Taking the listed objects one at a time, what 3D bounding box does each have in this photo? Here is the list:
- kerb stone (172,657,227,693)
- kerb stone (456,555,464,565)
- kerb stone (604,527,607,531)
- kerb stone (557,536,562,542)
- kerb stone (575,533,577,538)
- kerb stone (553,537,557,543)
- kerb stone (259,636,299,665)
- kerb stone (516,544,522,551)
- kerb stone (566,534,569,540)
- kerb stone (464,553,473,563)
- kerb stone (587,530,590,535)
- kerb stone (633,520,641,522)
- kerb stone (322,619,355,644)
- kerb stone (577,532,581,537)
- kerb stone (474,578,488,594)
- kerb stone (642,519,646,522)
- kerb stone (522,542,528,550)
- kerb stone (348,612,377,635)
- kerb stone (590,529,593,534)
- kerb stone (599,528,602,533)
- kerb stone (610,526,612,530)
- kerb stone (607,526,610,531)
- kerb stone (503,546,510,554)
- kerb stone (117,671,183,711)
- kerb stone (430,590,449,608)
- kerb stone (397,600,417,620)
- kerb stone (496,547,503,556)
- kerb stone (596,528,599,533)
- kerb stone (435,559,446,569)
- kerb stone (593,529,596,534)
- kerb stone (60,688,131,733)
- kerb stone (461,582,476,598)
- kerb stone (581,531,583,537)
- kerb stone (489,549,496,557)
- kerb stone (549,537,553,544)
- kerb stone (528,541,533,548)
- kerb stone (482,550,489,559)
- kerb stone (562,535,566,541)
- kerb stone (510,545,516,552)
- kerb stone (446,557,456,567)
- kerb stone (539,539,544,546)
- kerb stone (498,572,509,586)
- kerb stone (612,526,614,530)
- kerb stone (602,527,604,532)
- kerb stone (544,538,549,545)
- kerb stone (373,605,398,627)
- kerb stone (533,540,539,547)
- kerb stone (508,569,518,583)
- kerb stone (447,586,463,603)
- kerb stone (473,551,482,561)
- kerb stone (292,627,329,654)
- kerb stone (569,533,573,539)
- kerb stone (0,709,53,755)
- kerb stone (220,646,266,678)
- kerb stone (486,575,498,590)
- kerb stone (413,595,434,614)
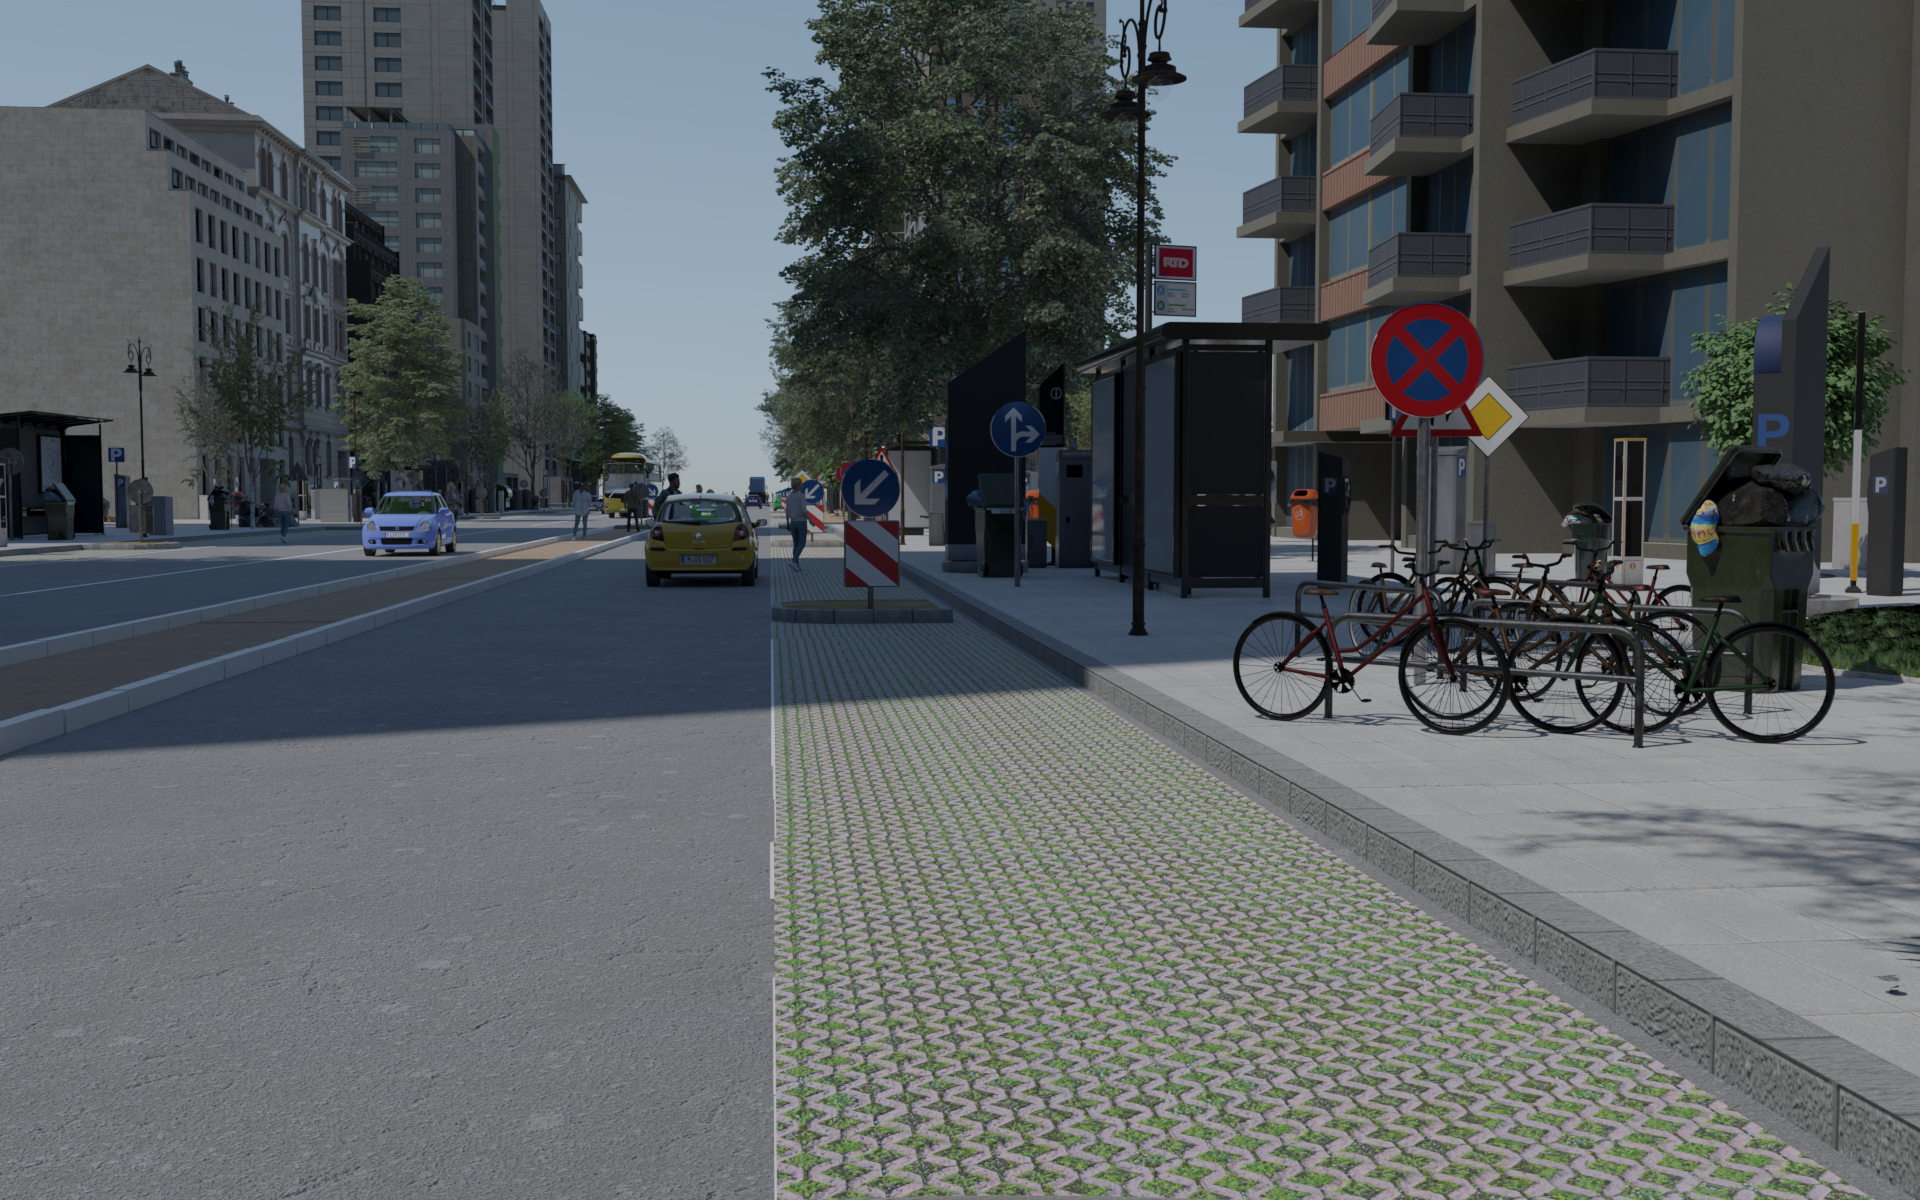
[{"bbox_3d":[-5.703,0.569,12.902,0.120,0.150,1.000,0,4,-6],"label":"kerb stone"},{"bbox_3d":[-10.240,-0.788,35.074,0.120,0.150,1.000,0,4,-6],"label":"kerb stone"},{"bbox_3d":[-13.588,-2.660,65.688,0.120,0.150,1.000,0,4,-6],"label":"kerb stone"},{"bbox_3d":[-12.019,-1.786,51.398,0.120,0.150,1.000,0,4,-6],"label":"kerb stone"},{"bbox_3d":[-12.469,-2.031,55.483,0.120,0.150,1.000,0,4,-6],"label":"kerb stone"},{"bbox_3d":[-11.917,-1.724,50.381,0.120,0.150,1.000,0,4,-6],"label":"kerb stone"},{"bbox_3d":[-5.924,0.449,14.938,0.120,0.150,1.000,0,4,-6],"label":"kerb stone"},{"bbox_3d":[-11.124,-1.286,43.238,0.120,0.150,1.000,0,4,-6],"label":"kerb stone"},{"bbox_3d":[-12.246,-1.910,53.431,0.120,0.150,1.000,0,4,-6],"label":"kerb stone"},{"bbox_3d":[-10.349,-0.850,36.090,0.120,0.150,1.000,0,4,-6],"label":"kerb stone"},{"bbox_3d":[-12.918,-2.285,59.561,0.120,0.150,1.000,0,4,-6],"label":"kerb stone"},{"bbox_3d":[-15.531,-3.748,83.499,0.120,0.150,1.000,0,4,-6],"label":"kerb stone"},{"bbox_3d":[-6.144,0.319,16.986,0.120,0.150,1.000,0,4,-6],"label":"kerb stone"},{"bbox_3d":[-12.579,-2.098,56.500,0.120,0.150,1.000,0,4,-6],"label":"kerb stone"},{"bbox_3d":[-7.031,-0.179,25.121,0.120,0.150,1.000,0,4,-6],"label":"kerb stone"},{"bbox_3d":[-15.860,-3.936,86.551,0.120,0.150,1.000,0,4,-6],"label":"kerb stone"},{"bbox_3d":[-11.241,-1.343,44.254,0.120,0.150,1.000,0,4,-6],"label":"kerb stone"},{"bbox_3d":[-6.259,0.257,18.002,0.120,0.150,1.000,0,4,-6],"label":"kerb stone"},{"bbox_3d":[-13.028,-2.348,60.586,0.120,0.150,1.000,0,4,-6],"label":"kerb stone"},{"bbox_3d":[-13.354,-2.536,63.656,0.120,0.150,1.000,0,4,-6],"label":"kerb stone"},{"bbox_3d":[-13.808,-2.785,67.724,0.120,0.150,1.000,0,4,-6],"label":"kerb stone"},{"bbox_3d":[-13.699,-2.719,66.704,0.120,0.150,1.000,0,4,-6],"label":"kerb stone"},{"bbox_3d":[-10.908,-1.159,41.202,0.120,0.150,1.000,0,4,-6],"label":"kerb stone"},{"bbox_3d":[-5.583,0.634,11.887,0.120,0.150,1.000,0,4,-6],"label":"kerb stone"},{"bbox_3d":[-6.704,0.008,22.072,0.120,0.150,1.000,0,4,-6],"label":"kerb stone"},{"bbox_3d":[-6.474,0.132,20.040,0.120,0.150,1.000,0,4,-6],"label":"kerb stone"},{"bbox_3d":[-10.796,-1.099,40.172,0.120,0.150,1.000,0,4,-6],"label":"kerb stone"},{"bbox_3d":[-13.248,-2.473,62.631,0.120,0.150,1.000,0,4,-6],"label":"kerb stone"},{"bbox_3d":[-10.010,-0.663,33.036,0.120,0.150,1.000,0,4,-6],"label":"kerb stone"},{"bbox_3d":[-13.144,-2.411,61.613,0.120,0.150,1.000,0,4,-6],"label":"kerb stone"},{"bbox_3d":[-5.467,0.701,10.867,0.120,0.150,1.000,0,4,-6],"label":"kerb stone"},{"bbox_3d":[-6.920,-0.117,24.105,0.120,0.150,1.000,0,4,-6],"label":"kerb stone"},{"bbox_3d":[-12.690,-2.160,57.519,0.120,0.150,1.000,0,4,-6],"label":"kerb stone"},{"bbox_3d":[-10.686,-1.037,39.156,0.120,0.150,1.000,0,4,-6],"label":"kerb stone"},{"bbox_3d":[-11.800,-1.662,49.365,0.120,0.150,1.000,0,4,-6],"label":"kerb stone"},{"bbox_3d":[-11.349,-1.412,45.285,0.120,0.150,1.000,0,4,-6],"label":"kerb stone"},{"bbox_3d":[-10.568,-0.974,38.133,0.120,0.150,1.000,0,4,-6],"label":"kerb stone"},{"bbox_3d":[-12.135,-1.848,52.414,0.120,0.150,1.000,0,4,-6],"label":"kerb stone"},{"bbox_3d":[-11.022,-1.225,42.218,0.120,0.150,1.000,0,4,-6],"label":"kerb stone"},{"bbox_3d":[-10.119,-0.723,34.058,0.120,0.150,1.000,0,4,-6],"label":"kerb stone"},{"bbox_3d":[-11.572,-1.538,47.334,0.120,0.150,1.000,0,4,-6],"label":"kerb stone"},{"bbox_3d":[-7.258,-0.304,27.168,0.120,0.150,1.000,0,4,-6],"label":"kerb stone"},{"bbox_3d":[-13.916,-2.845,68.747,0.120,0.150,1.000,0,4,-6],"label":"kerb stone"},{"bbox_3d":[-13.480,-2.598,64.670,0.120,0.150,1.000,0,4,-6],"label":"kerb stone"},{"bbox_3d":[-11.683,-1.599,48.350,0.120,0.150,1.000,0,4,-6],"label":"kerb stone"},{"bbox_3d":[-6.367,0.196,19.023,0.120,0.150,1.000,0,4,-6],"label":"kerb stone"},{"bbox_3d":[-11.459,-1.475,46.318,0.120,0.150,1.000,0,4,-6],"label":"kerb stone"},{"bbox_3d":[-7.369,-0.367,28.191,0.120,0.150,1.000,0,4,-6],"label":"kerb stone"},{"bbox_3d":[-6.812,-0.055,23.089,0.120,0.150,1.000,0,4,-6],"label":"kerb stone"},{"bbox_3d":[-10.451,-0.911,37.112,0.120,0.150,1.000,0,4,-6],"label":"kerb stone"},{"bbox_3d":[-6.035,0.383,15.966,0.120,0.150,1.000,0,4,-6],"label":"kerb stone"},{"bbox_3d":[-12.346,-1.970,54.448,0.120,0.150,1.000,0,4,-6],"label":"kerb stone"},{"bbox_3d":[-5.363,0.755,9.849,0.120,0.150,1.000,0,4,-6],"label":"kerb stone"},{"bbox_3d":[-5.811,0.506,13.921,0.120,0.150,1.000,0,4,-6],"label":"kerb stone"},{"bbox_3d":[-7.152,-0.242,26.152,0.120,0.150,1.000,0,4,-6],"label":"kerb stone"},{"bbox_3d":[-6.590,0.070,21.056,0.120,0.150,1.000,0,4,-6],"label":"kerb stone"}]
